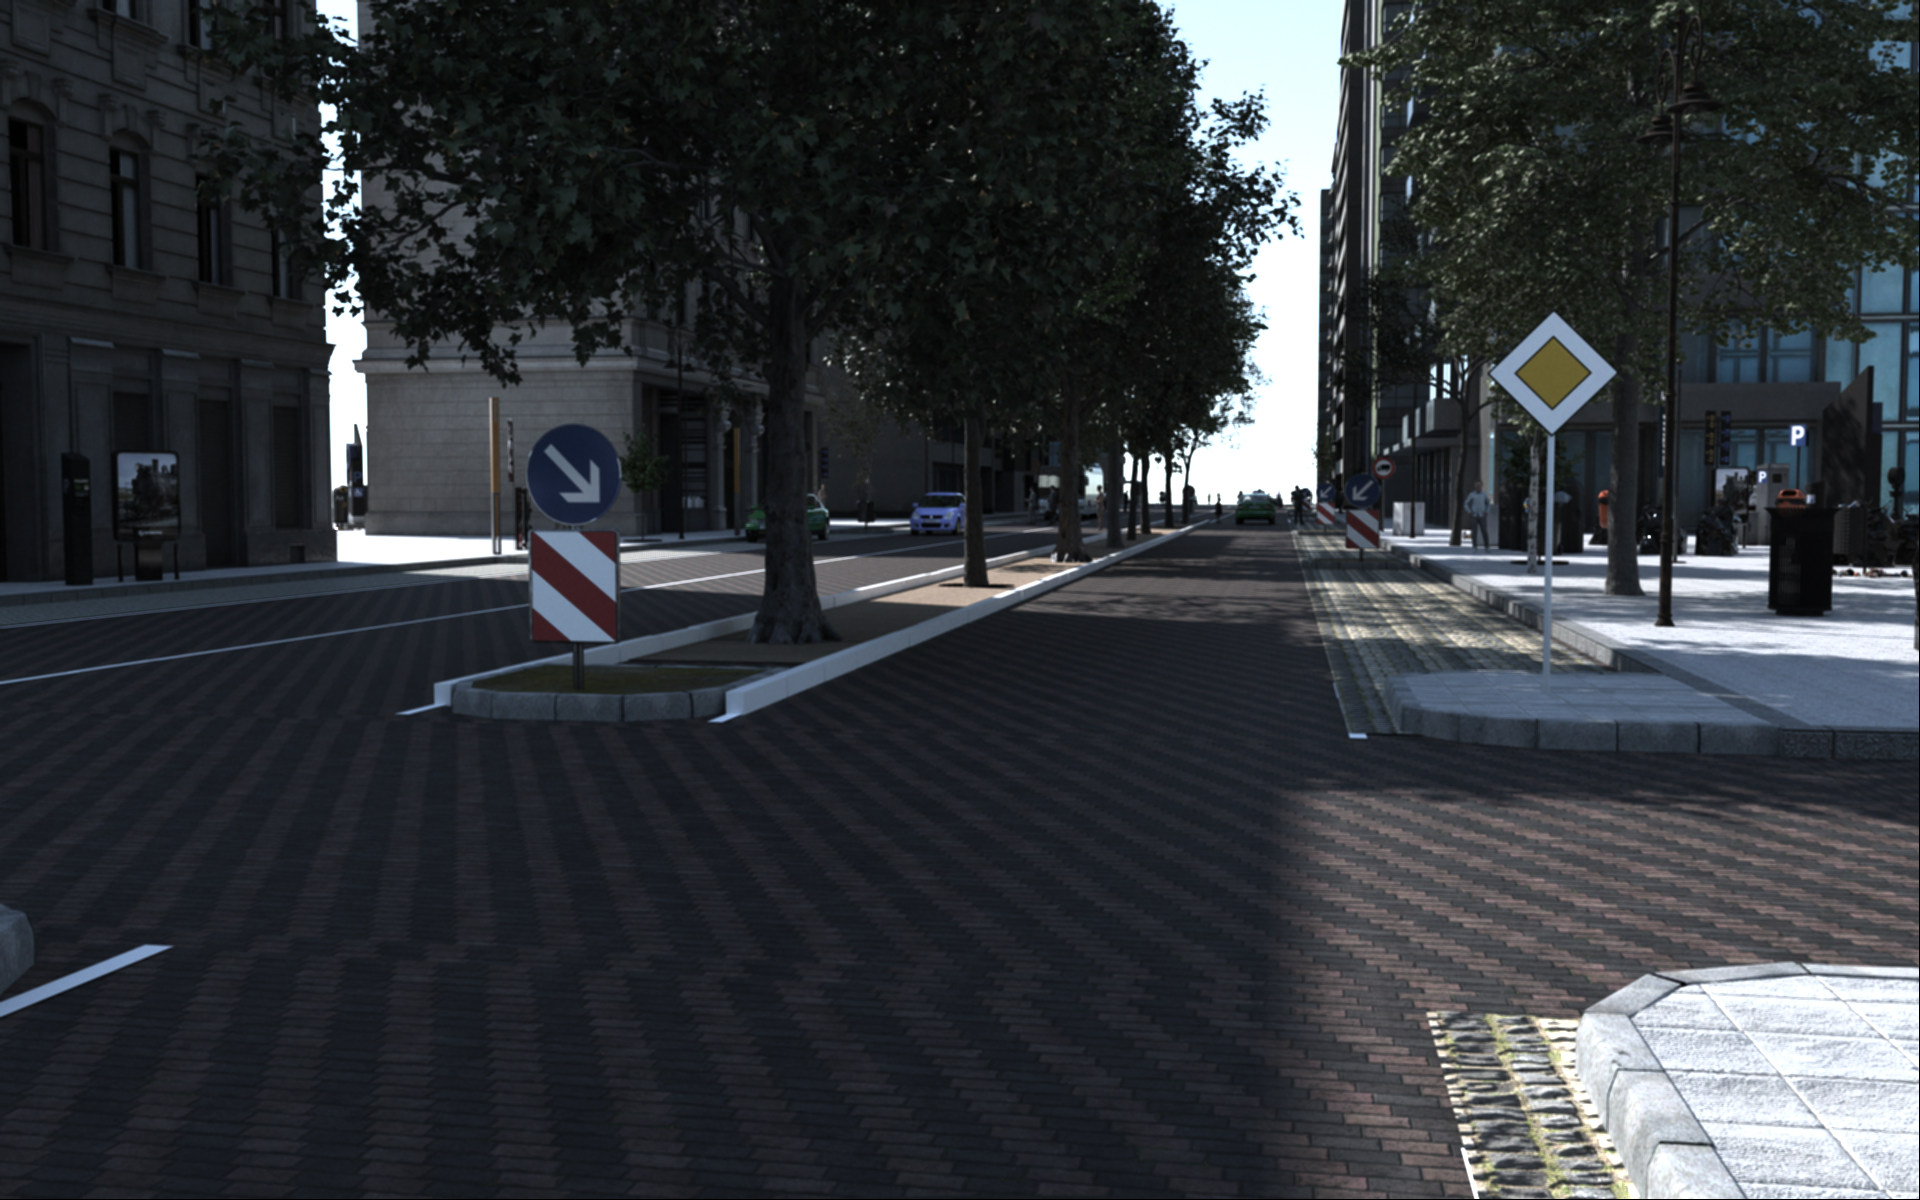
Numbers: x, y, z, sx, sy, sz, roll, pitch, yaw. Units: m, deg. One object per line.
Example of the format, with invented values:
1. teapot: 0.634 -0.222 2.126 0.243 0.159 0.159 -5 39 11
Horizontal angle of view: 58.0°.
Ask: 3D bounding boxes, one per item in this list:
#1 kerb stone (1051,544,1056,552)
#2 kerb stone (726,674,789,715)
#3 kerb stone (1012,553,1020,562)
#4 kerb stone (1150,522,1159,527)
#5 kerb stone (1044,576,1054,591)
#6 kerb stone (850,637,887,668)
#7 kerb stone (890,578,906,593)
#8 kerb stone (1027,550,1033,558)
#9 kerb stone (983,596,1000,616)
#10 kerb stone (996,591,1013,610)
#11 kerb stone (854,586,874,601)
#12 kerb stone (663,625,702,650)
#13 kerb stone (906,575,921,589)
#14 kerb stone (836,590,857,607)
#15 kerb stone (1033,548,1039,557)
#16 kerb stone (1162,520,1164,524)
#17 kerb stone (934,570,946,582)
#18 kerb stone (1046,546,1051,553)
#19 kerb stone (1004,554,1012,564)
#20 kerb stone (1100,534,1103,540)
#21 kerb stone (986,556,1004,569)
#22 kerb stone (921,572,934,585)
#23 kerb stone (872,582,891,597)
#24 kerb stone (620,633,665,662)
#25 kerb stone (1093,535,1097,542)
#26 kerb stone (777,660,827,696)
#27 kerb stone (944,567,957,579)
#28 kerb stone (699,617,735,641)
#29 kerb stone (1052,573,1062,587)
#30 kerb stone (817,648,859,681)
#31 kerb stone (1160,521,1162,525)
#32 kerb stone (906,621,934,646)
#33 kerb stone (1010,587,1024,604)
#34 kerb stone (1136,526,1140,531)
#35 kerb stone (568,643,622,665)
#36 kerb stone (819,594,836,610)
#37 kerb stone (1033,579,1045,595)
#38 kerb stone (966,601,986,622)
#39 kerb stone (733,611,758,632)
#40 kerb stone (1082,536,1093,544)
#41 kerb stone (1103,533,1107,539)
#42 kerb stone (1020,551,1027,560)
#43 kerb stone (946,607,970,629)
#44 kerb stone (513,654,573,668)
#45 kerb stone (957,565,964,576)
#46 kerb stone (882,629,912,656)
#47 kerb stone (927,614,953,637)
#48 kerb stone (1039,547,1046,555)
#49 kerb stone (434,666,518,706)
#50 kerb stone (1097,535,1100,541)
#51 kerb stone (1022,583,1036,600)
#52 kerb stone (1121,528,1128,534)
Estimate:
1. kerb stone: 2.184 -1.237 42.416 0.120 0.150 1.000 1 4 10
2. kerb stone: -1.369 0.642 11.715 0.120 0.150 1.000 1 4 10
3. kerb stone: 1.064 -0.865 36.370 0.120 0.150 1.000 1 4 10
4. kerb stone: 8.711 -3.393 77.665 0.120 0.150 1.000 1 4 10
5. kerb stone: 1.246 -0.221 25.821 0.120 0.150 1.000 1 4 10
6. kerb stone: -0.811 0.457 14.729 0.120 0.150 1.000 1 4 10
7. kerb stone: -0.990 -0.190 25.298 0.120 0.150 1.000 1 4 10
8. kerb stone: 1.442 -0.990 38.386 0.120 0.150 1.000 1 4 10
9. kerb stone: 0.315 0.087 20.770 0.120 0.150 1.000 1 4 10
10. kerb stone: 0.498 0.025 21.779 0.120 0.150 1.000 1 4 10
11. kerb stone: -1.365 -0.067 23.286 0.120 0.150 1.000 1 4 10
12. kerb stone: -2.668 0.375 16.241 0.120 0.150 1.000 1 4 10
13. kerb stone: -0.798 -0.252 26.308 0.120 0.150 1.000 1 4 10
14. kerb stone: -1.539 0.002 22.279 0.120 0.150 1.000 1 4 10
15. kerb stone: 1.617 -1.052 39.396 0.120 0.150 1.000 1 4 10
16. kerb stone: 9.282 -3.573 80.694 0.120 0.150 1.000 1 4 10
17. kerb stone: -0.427 -0.364 28.320 0.120 0.150 1.000 1 4 10
18. kerb stone: 2.001 -1.175 41.411 0.120 0.150 1.000 1 4 10
19. kerb stone: 0.882 -0.805 35.363 0.120 0.150 1.000 1 4 10
20. kerb stone: 4.235 -1.914 53.489 0.120 0.150 1.000 1 4 10
21. kerb stone: 0.695 -0.741 34.354 0.120 0.150 1.000 1 4 10
22. kerb stone: -0.614 -0.313 27.314 0.120 0.150 1.000 1 4 10
23. kerb stone: -1.176 -0.128 24.293 0.120 0.150 1.000 1 4 10
24. kerb stone: -2.851 0.426 15.230 0.120 0.150 1.000 1 4 10
25. kerb stone: 3.870 -1.785 51.470 0.120 0.150 1.000 1 4 10
26. kerb stone: -1.184 0.580 12.720 0.120 0.150 1.000 1 4 10
27. kerb stone: -0.239 -0.436 29.324 0.120 0.150 1.000 1 4 10
28. kerb stone: -2.479 0.305 17.245 0.120 0.150 1.000 1 4 10
29. kerb stone: 1.424 -0.284 26.834 0.120 0.150 1.000 1 4 10
30. kerb stone: -0.996 0.518 13.724 0.120 0.150 1.000 1 4 10
31. kerb stone: 9.086 -3.515 79.691 0.120 0.150 1.000 1 4 10
32. kerb stone: -0.435 0.340 16.739 0.120 0.150 1.000 1 4 10
33. kerb stone: 0.680 -0.036 22.785 0.120 0.150 1.000 1 4 10
34. kerb stone: 7.226 -2.900 69.616 0.120 0.150 1.000 1 4 10
35. kerb stone: -3.042 0.488 14.221 0.120 0.150 1.000 1 4 10
36. kerb stone: -1.736 0.056 21.276 0.120 0.150 1.000 1 4 10
37. kerb stone: 1.060 -0.158 24.816 0.120 0.150 1.000 1 4 10
38. kerb stone: 0.130 0.149 19.765 0.120 0.150 1.000 1 4 10
39. kerb stone: -2.298 0.246 18.251 0.120 0.150 1.000 1 4 10
40. kerb stone: 3.674 -1.727 50.462 0.120 0.150 1.000 1 4 10
41. kerb stone: 4.421 -1.975 54.494 0.120 0.150 1.000 1 4 10
42. kerb stone: 1.249 -0.929 37.381 0.120 0.150 1.000 1 4 10
43. kerb stone: -0.066 0.211 18.755 0.120 0.150 1.000 1 4 10
44. kerb stone: -3.234 0.549 13.214 0.120 0.150 1.000 1 4 10
45. kerb stone: -0.056 -0.497 30.329 0.120 0.150 1.000 1 4 10
46. kerb stone: -0.627 0.398 15.735 0.120 0.150 1.000 1 4 10
47. kerb stone: -0.253 0.275 17.744 0.120 0.150 1.000 1 4 10
48. kerb stone: 1.813 -1.114 40.406 0.120 0.150 1.000 1 4 10
49. kerb stone: -3.408 0.611 12.200 0.120 0.150 1.000 1 4 10
50. kerb stone: 4.048 -1.852 52.476 0.120 0.150 1.000 1 4 10
51. kerb stone: 0.875 -0.098 23.800 0.120 0.150 1.000 1 4 10
52. kerb stone: 6.109 -2.529 63.551 0.120 0.150 1.000 1 4 10
